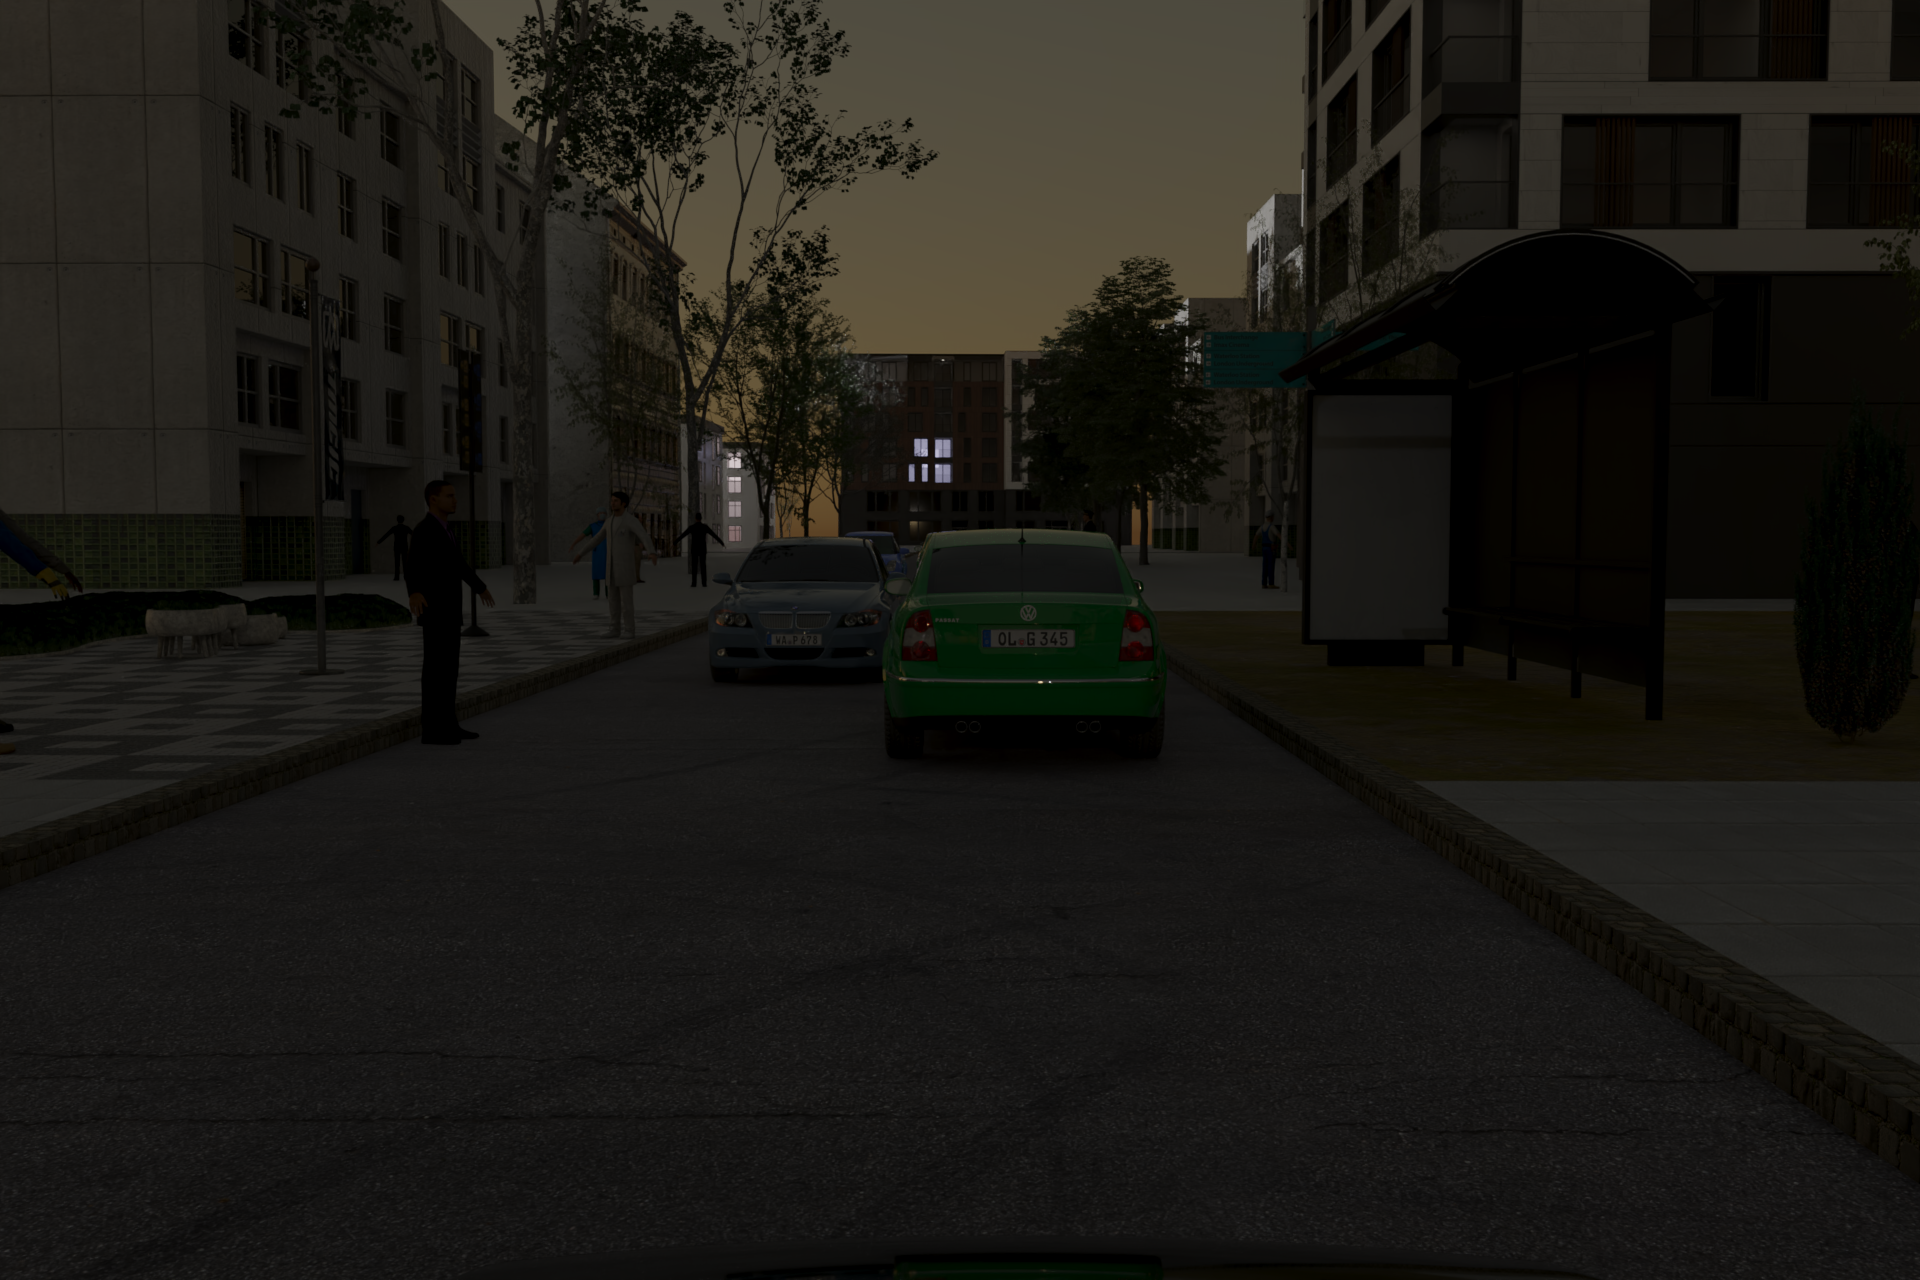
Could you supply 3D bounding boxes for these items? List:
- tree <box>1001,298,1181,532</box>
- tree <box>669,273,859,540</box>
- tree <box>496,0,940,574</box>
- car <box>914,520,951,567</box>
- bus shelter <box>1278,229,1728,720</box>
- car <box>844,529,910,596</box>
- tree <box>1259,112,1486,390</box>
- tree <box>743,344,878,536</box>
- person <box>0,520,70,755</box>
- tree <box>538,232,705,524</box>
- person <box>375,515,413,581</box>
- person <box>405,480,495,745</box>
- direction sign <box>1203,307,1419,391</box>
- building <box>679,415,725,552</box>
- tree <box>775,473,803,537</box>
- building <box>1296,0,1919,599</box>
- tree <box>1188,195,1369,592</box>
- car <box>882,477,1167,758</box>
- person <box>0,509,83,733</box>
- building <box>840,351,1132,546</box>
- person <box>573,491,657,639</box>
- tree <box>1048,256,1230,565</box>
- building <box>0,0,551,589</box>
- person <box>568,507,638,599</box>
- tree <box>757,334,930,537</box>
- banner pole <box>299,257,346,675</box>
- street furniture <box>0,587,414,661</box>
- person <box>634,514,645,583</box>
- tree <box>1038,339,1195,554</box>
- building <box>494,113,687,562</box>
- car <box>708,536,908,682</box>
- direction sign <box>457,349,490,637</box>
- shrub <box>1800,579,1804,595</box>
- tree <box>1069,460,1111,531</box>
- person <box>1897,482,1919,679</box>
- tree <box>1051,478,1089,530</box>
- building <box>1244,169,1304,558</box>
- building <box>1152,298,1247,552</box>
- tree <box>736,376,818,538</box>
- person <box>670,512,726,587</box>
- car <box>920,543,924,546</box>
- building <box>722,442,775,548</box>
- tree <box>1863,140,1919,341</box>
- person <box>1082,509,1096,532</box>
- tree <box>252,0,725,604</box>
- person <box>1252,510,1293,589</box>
[{"bbox_3d":[7.316,-11.428,93.496,9.857,13.997,8.962,0,3,0],"label":"tree"},{"bbox_3d":[-7.921,-8.812,69.832,9.928,11.665,9.643,0,3,0],"label":"tree"},{"bbox_3d":[-7.513,-12.105,53.802,12.611,20.169,13.585,0,3,0],"label":"tree"},{"bbox_3d":[-0.275,-2.339,47.043,1.959,1.807,4.718,0,4,-1],"label":"car"},{"bbox_3d":[4.097,-1.246,14.289,2.014,3.302,5.546,0,4,1],"label":"bus shelter"},{"bbox_3d":[-2.152,-1.933,41.200,1.945,1.707,3.694,0,4,1],"label":"car"},{"bbox_3d":[7.651,-4.889,30.299,4.360,8.622,3.978,0,3,0],"label":"tree"},{"bbox_3d":[-8.309,-10.286,93.928,9.928,11.665,9.643,0,3,0],"label":"tree"},{"bbox_3d":[-5.772,-0.249,10.042,1.349,1.833,0.705,1,4,19],"label":"person"},{"bbox_3d":[-8.209,-5.657,42.848,4.360,8.622,3.978,0,3,0],"label":"tree"},{"bbox_3d":[-15.406,-2.539,47.705,1.347,1.806,0.705,-2,4,-26],"label":"person"},{"bbox_3d":[-3.548,-0.198,11.927,0.704,1.802,1.346,0,4,5],"label":"person"},{"bbox_3d":[4.128,-1.904,19.899,2.525,3.948,1.411,0,3,0],"label":"direction sign"},{"bbox_3d":[-22.994,-11.849,135.883,9.099,9.664,28.070,0,4,1],"label":"building"},{"bbox_3d":[-19.735,-15.452,203.005,4.360,8.622,3.978,0,3,0],"label":"tree"},{"bbox_3d":[23.361,-12.585,49.735,27.936,21.610,32.646,0,4,0],"label":"building"},{"bbox_3d":[7.176,-5.354,37.901,4.360,8.622,3.978,0,3,0],"label":"tree"},{"bbox_3d":[0.407,-0.223,12.435,1.959,1.807,4.718,0,3,0],"label":"car"},{"bbox_3d":[-6.366,-0.305,11.111,1.348,1.813,0.705,0,4,-5],"label":"person"},{"bbox_3d":[2.429,-21.963,205.528,32.646,21.610,27.936,0,4,-2],"label":"building"},{"bbox_3d":[-4.196,-0.924,21.291,1.347,1.806,0.705,2,4,32],"label":"person"},{"bbox_3d":[7.206,-9.383,71.540,7.486,12.596,7.792,0,3,0],"label":"tree"},{"bbox_3d":[-25.545,-11.566,55.562,16.747,18.905,31.486,0,4,1],"label":"building"},{"bbox_3d":[-7.027,-1.708,34.049,1.347,1.817,0.704,-1,4,-20],"label":"person"},{"bbox_3d":[-7.476,-12.009,106.723,12.009,13.543,11.850,0,3,0],"label":"tree"},{"bbox_3d":[-5.850,-1.590,16.019,0.401,3.779,0.863,0,4,2],"label":"banner pole"},{"bbox_3d":[-10.347,-0.377,21.791,5.734,0.657,10.072,0,4,-3],"label":"street furniture"},{"bbox_3d":[-8.435,-2.400,45.510,0.705,1.796,1.348,-1,4,-10],"label":"person"},{"bbox_3d":[7.327,-8.988,81.371,8.767,10.594,7.601,2,4,26],"label":"tree"},{"bbox_3d":[-25.081,-15.720,87.943,19.493,23.208,18.063,0,4,1],"label":"building"},{"bbox_3d":[-1.542,-0.386,18.308,2.014,1.417,4.499,0,3,0],"label":"car"},{"bbox_3d":[-6.111,-1.815,21.679,0.379,3.537,0.876,0,4,1],"label":"direction sign"},{"bbox_3d":[11.874,-0.754,23.446,1.383,1.207,1.383,0,3,0],"label":"shrub"},{"bbox_3d":[7.784,-9.601,107.334,4.737,8.622,4.395,0,3,0],"label":"tree"},{"bbox_3d":[8.435,-0.534,15.452,0.721,1.740,1.216,0,4,-4],"label":"person"},{"bbox_3d":[6.952,-9.985,113.610,4.360,8.622,3.978,0,3,0],"label":"tree"},{"bbox_3d":[24.685,-13.250,83.102,16.747,18.905,31.486,0,3,0],"label":"building"},{"bbox_3d":[25.440,-16.624,138.258,16.747,18.905,31.486,0,4,0],"label":"building"},{"bbox_3d":[-8.106,-7.821,78.241,4.737,8.622,4.395,0,3,0],"label":"tree"},{"bbox_3d":[-6.318,-2.181,41.889,1.346,1.802,0.704,-1,4,-13],"label":"person"},{"bbox_3d":[-0.613,-3.780,73.598,2.131,1.459,4.920,0,4,0],"label":"car"},{"bbox_3d":[-22.718,-14.043,171.746,9.099,9.664,28.070,0,4,1],"label":"building"},{"bbox_3d":[16.456,-4.688,27.009,4.737,8.622,4.395,0,3,0],"label":"tree"},{"bbox_3d":[2.821,-1.987,38.419,0.705,1.837,1.347,1,4,19],"label":"person"},{"bbox_3d":[-9.179,-10.774,32.045,12.611,20.169,13.585,0,3,0],"label":"tree"},{"bbox_3d":[7.268,-2.125,40.608,0.705,1.847,1.347,-2,4,-32],"label":"person"}]
